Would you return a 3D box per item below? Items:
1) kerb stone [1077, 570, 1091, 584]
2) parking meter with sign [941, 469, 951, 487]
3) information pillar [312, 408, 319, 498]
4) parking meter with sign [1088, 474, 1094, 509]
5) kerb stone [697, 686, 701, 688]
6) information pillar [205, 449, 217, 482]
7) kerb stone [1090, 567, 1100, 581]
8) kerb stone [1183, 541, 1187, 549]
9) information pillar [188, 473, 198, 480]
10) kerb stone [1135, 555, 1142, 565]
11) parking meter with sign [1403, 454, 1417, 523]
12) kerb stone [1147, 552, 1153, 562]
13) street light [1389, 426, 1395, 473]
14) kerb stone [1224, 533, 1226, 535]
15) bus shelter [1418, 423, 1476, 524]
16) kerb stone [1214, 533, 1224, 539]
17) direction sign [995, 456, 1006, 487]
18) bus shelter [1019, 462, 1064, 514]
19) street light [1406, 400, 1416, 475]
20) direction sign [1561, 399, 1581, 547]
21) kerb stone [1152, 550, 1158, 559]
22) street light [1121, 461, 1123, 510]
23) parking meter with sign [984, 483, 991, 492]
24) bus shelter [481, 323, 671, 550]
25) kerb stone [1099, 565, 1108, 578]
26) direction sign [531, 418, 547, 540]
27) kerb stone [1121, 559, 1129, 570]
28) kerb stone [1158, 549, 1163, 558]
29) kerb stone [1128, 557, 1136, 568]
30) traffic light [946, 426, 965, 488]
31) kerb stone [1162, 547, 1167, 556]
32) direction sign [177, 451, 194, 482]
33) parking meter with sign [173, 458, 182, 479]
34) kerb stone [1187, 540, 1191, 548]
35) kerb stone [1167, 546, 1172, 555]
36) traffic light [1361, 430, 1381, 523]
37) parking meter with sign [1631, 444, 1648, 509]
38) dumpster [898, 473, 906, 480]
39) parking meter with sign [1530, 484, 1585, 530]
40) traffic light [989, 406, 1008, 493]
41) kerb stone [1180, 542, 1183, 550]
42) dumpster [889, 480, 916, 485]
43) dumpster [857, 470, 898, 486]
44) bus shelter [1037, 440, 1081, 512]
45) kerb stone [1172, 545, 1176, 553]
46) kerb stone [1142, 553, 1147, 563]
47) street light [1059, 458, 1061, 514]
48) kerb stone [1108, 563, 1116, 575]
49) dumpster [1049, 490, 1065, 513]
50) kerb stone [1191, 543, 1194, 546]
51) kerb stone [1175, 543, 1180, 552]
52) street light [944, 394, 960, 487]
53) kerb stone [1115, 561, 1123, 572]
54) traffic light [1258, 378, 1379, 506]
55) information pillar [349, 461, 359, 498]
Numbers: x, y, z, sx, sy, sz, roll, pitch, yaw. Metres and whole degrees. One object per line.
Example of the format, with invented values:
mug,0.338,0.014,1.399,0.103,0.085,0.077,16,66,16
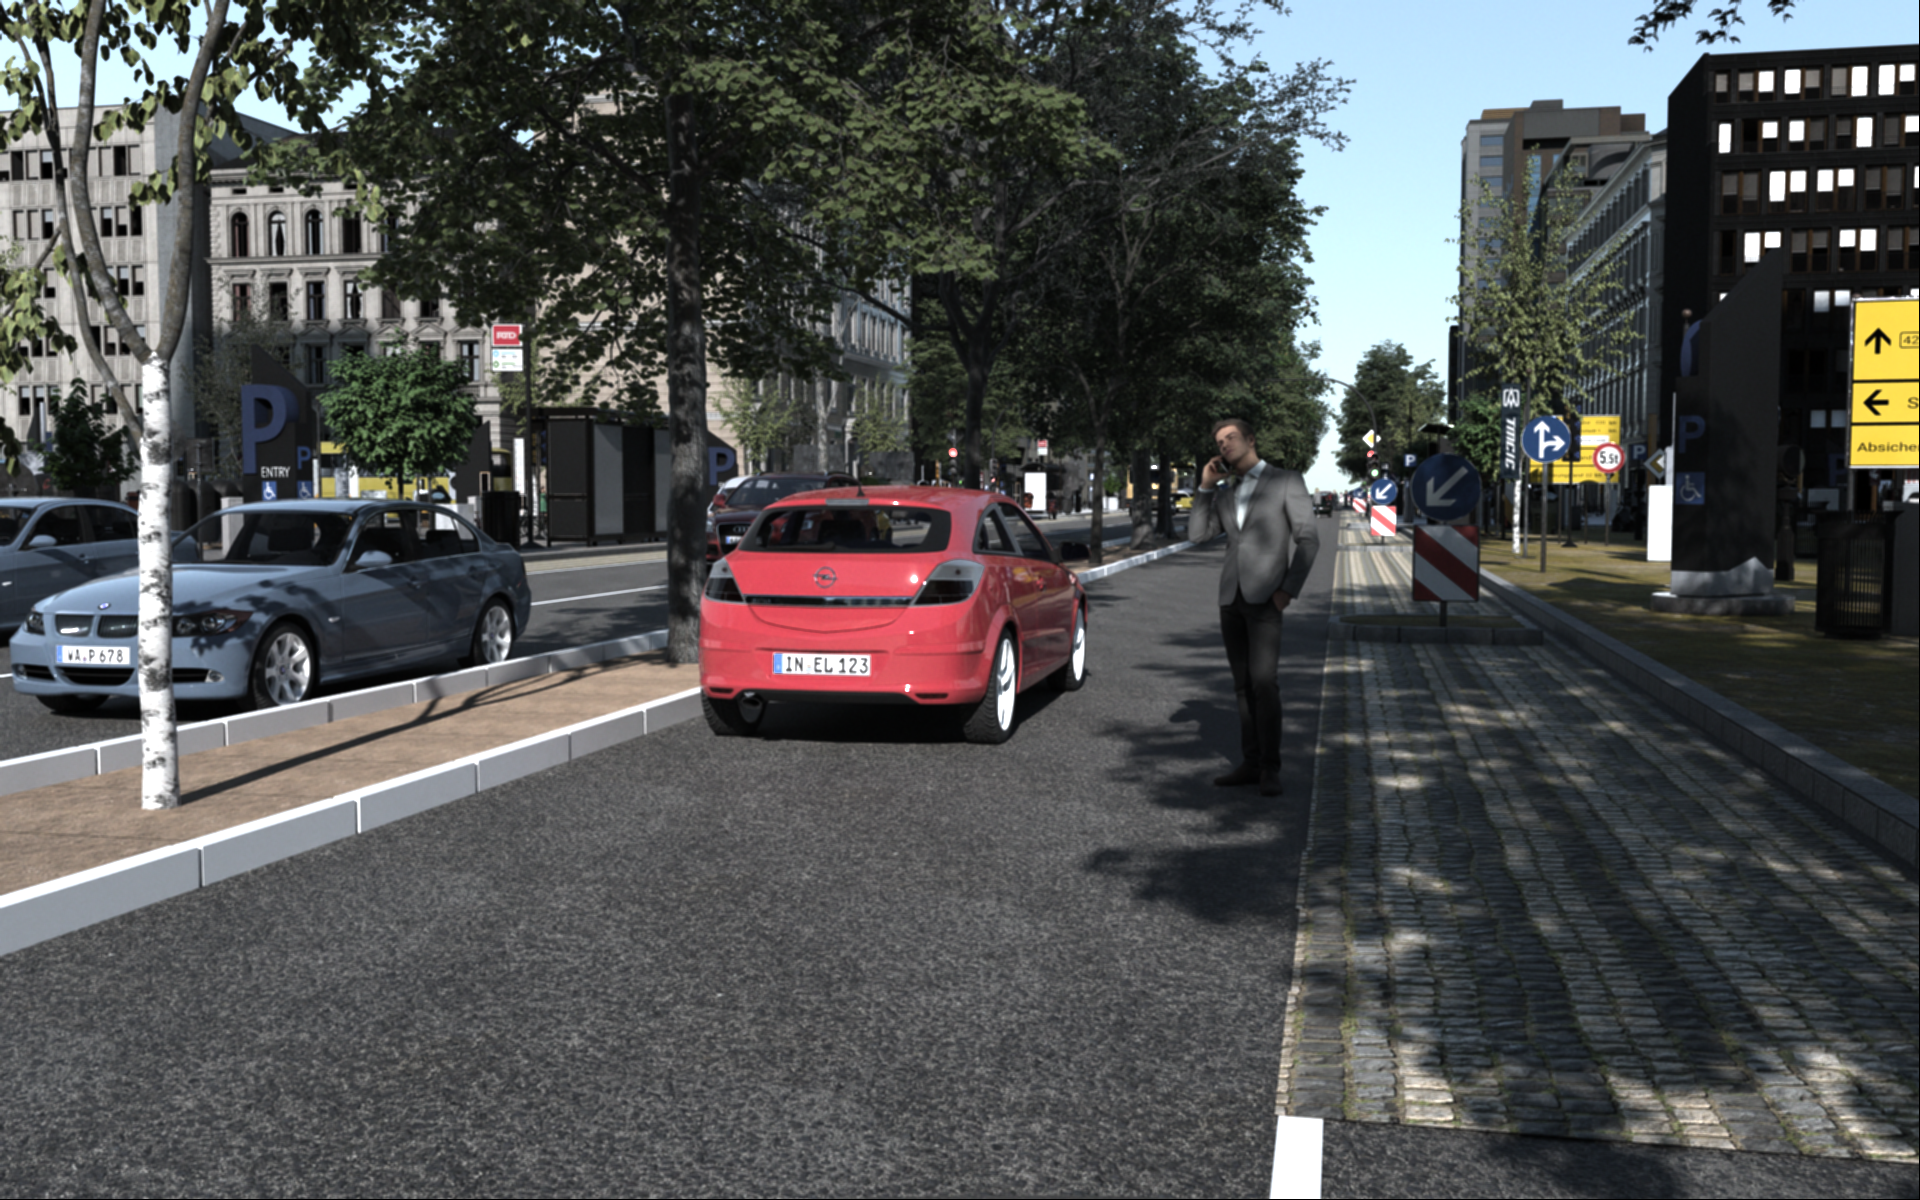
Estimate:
kerb stone,1.937,-0.344,27.833,0.120,0.150,1.000,1,4,12
parking meter with sign,-0.842,-6.766,106.892,0.543,3.016,1.738,-2,4,-26
information pillar,-15.401,-3.029,40.871,0.183,3.616,0.504,3,4,38
parking meter with sign,11.287,-9.348,149.094,0.543,3.016,1.738,0,4,-6
kerb stone,-1.608,0.634,11.823,0.120,0.150,1.000,1,4,12
information pillar,-32.878,-5.179,76.027,0.504,3.616,0.183,-1,4,-16
kerb stone,2.161,-0.406,28.834,0.120,0.150,1.000,1,4,12
kerb stone,5.711,-1.385,44.844,0.120,0.150,1.000,1,4,12
information pillar,-26.339,-3.375,59.674,0.304,2.012,0.304,2,4,34
kerb stone,3.491,-0.773,34.840,0.120,0.150,1.000,1,4,12
parking meter with sign,19.839,-4.906,76.468,0.543,3.016,1.738,1,4,13
kerb stone,3.939,-0.895,36.834,0.120,0.150,1.000,1,4,12
street light,29.088,-8.797,116.617,0.468,5.910,1.993,1,4,12
kerb stone,9.044,-2.305,59.879,0.120,0.150,1.000,1,4,12
bus shelter,16.966,-4.224,60.340,1.731,3.624,6.357,1,4,12
kerb stone,8.811,-2.244,58.883,0.120,0.150,1.000,1,4,12
direction sign,2.325,-6.778,102.819,0.876,3.537,0.379,1,4,14
bus shelter,5.272,-7.217,111.924,2.014,3.302,5.546,1,4,13
street light,22.204,-6.894,85.508,0.468,5.910,1.993,1,4,12
direction sign,14.730,-3.043,41.757,0.876,3.537,0.379,-3,5,-44
kerb stone,4.149,-0.957,37.835,0.120,0.150,1.000,1,4,12
street light,13.327,-10.346,141.946,0.468,5.910,1.993,1,4,12
parking meter with sign,1.961,-7.289,115.433,0.543,3.016,1.738,3,5,43
bus shelter,-9.379,-4.009,43.175,2.179,5.291,8.768,1,4,12
kerb stone,2.377,-0.467,29.833,0.120,0.150,1.000,1,4,12
direction sign,-11.733,-3.439,48.233,0.379,3.537,0.876,1,4,22
kerb stone,3.043,-0.651,32.844,0.120,0.150,1.000,1,4,12
kerb stone,4.382,-1.015,38.831,0.120,0.150,1.000,1,4,12
kerb stone,3.263,-0.712,33.843,0.120,0.150,1.000,1,4,12
traffic light,-0.204,-5.035,71.249,0.839,4.253,0.868,1,4,12
kerb stone,4.599,-1.077,39.830,0.120,0.150,1.000,1,4,12
direction sign,-33.164,-5.029,74.214,0.876,3.537,0.379,1,4,17
parking meter with sign,-28.437,-4.019,61.964,1.738,3.016,0.543,3,5,43
kerb stone,5.932,-1.445,45.849,0.120,0.150,1.000,1,4,12
kerb stone,4.827,-1.138,40.840,0.120,0.150,1.000,1,4,12
traffic light,17.892,-5.292,75.451,0.839,4.253,0.868,1,4,12
parking meter with sign,24.049,-3.978,61.305,0.543,3.016,1.738,2,4,24
dumpster,-3.135,-4.774,80.546,1.502,2.255,1.985,1,4,13
parking meter with sign,21.218,-4.000,61.654,1.738,3.016,0.543,1,4,19
traffic light,3.584,-6.358,78.628,4.771,5.953,1.251,1,4,12
kerb stone,5.478,-1.324,43.843,0.120,0.150,1.000,1,4,12
dumpster,-2.468,-4.044,71.874,1.264,1.857,1.865,1,4,12
dumpster,-3.600,-4.134,70.089,1.502,2.255,1.985,1,4,12
bus shelter,7.359,-9.344,130.413,2.179,5.291,8.768,1,4,13
kerb stone,5.044,-1.196,41.844,0.120,0.150,1.000,1,4,12
kerb stone,3.712,-0.833,35.838,0.120,0.150,1.000,1,4,12
street light,6.432,-8.448,110.907,0.468,5.910,1.993,1,4,12
kerb stone,2.606,-0.529,30.837,0.120,0.150,1.000,1,4,12
dumpster,6.906,-7.020,120.539,1.264,1.857,1.865,1,4,12
kerb stone,6.146,-1.506,46.849,0.120,0.150,1.000,1,4,12
kerb stone,5.266,-1.260,42.843,0.120,0.150,1.000,1,4,12
street light,-0.338,-6.548,79.840,0.468,5.910,1.993,1,4,12
kerb stone,2.828,-0.585,31.841,0.120,0.150,1.000,1,4,12
traffic light,14.104,-5.706,67.965,4.771,5.953,1.251,1,4,12
information pillar,-17.482,-3.584,49.951,0.183,3.616,0.504,-3,5,-42
